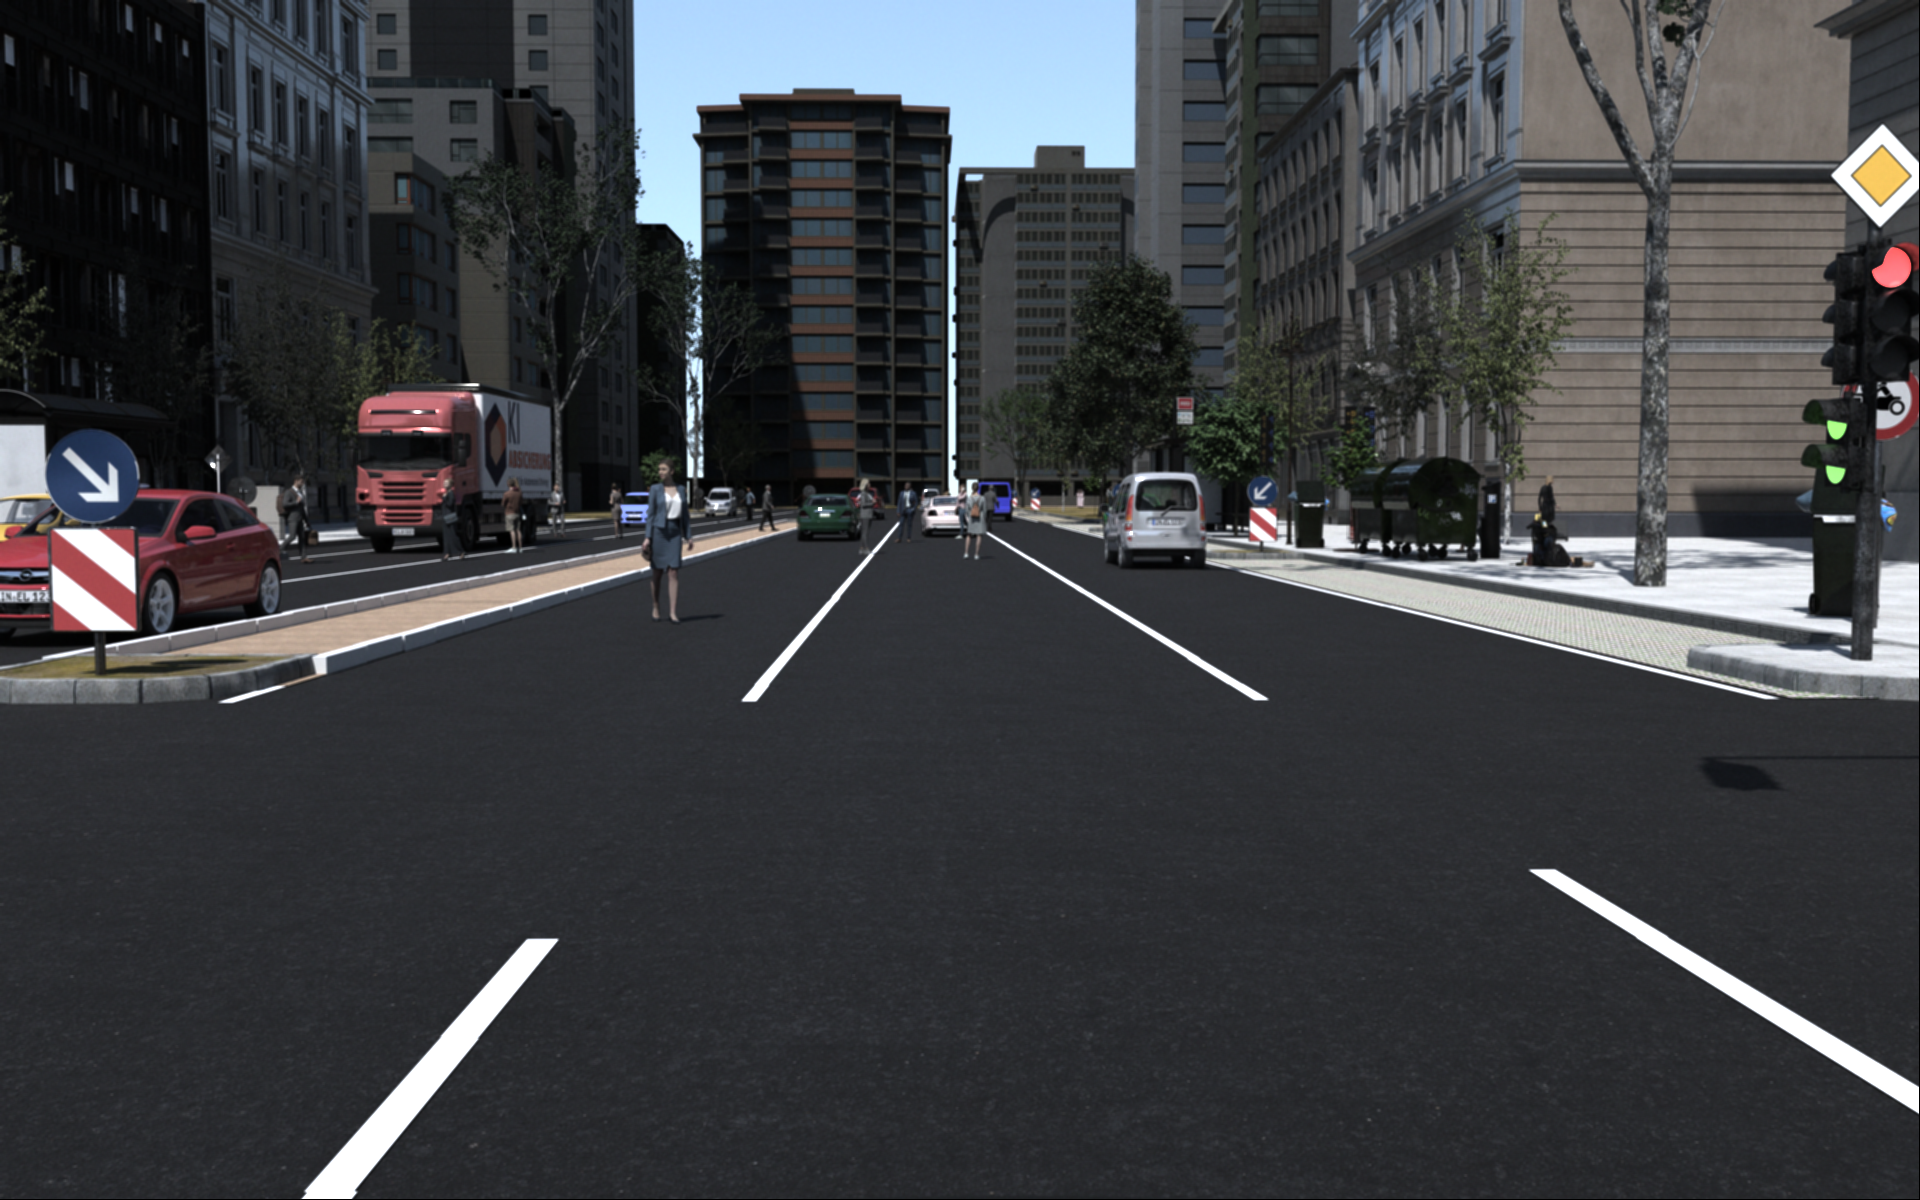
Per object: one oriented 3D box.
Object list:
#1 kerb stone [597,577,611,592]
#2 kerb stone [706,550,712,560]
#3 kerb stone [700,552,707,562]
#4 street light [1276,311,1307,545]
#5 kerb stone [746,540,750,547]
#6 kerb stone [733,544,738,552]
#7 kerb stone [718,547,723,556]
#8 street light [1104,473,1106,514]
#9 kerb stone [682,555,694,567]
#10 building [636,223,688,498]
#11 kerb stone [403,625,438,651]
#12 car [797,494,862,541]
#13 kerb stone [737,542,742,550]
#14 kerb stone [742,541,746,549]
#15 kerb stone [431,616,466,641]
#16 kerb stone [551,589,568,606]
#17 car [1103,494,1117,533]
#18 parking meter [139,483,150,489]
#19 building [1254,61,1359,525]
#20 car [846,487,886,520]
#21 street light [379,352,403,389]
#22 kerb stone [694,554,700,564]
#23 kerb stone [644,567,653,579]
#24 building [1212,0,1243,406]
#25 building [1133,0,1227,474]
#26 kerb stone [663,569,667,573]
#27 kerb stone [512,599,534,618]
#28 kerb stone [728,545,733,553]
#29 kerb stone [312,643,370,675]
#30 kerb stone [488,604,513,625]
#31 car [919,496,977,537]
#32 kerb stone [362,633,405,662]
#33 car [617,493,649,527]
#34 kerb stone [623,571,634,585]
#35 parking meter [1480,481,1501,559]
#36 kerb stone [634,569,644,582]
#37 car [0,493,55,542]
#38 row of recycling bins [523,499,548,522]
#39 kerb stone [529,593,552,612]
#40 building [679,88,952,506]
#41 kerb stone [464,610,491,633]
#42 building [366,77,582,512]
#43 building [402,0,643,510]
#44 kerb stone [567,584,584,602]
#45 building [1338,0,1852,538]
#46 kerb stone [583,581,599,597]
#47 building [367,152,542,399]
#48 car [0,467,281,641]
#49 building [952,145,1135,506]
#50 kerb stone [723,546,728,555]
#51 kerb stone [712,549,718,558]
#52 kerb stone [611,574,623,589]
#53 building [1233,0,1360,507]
[{"bbox_3d":[-5.323,-0.202,25.504,0.120,0.150,1.000,0,4,-1],"label":"kerb stone"},{"bbox_3d":[-5.584,-0.949,37.780,0.120,0.150,1.000,0,4,-1],"label":"kerb stone"},{"bbox_3d":[-5.553,-0.886,36.758,0.120,0.150,1.000,0,4,-1],"label":"kerb stone"},{"bbox_3d":[8.382,-4.351,43.932,0.468,5.910,1.993,0,4,-1],"label":"street light"},{"bbox_3d":[-5.761,-1.455,45.980,0.120,0.150,1.000,0,4,-1],"label":"kerb stone"},{"bbox_3d":[-5.689,-1.256,42.904,0.120,0.150,1.000,0,4,-1],"label":"kerb stone"},{"bbox_3d":[-5.623,-1.079,39.830,0.120,0.150,1.000,0,4,-1],"label":"kerb stone"},{"bbox_3d":[7.392,-7.053,88.109,0.468,5.910,1.993,0,4,-1],"label":"street light"},{"bbox_3d":[-5.515,-0.765,34.711,0.120,0.150,1.000,0,4,-1],"label":"kerb stone"},{"bbox_3d":[-37.295,-25.383,186.719,14.107,30.474,14.160,0,4,-1],"label":"building"},{"bbox_3d":[-5.119,0.367,16.246,0.120,0.150,1.000,0,4,-1],"label":"kerb stone"},{"bbox_3d":[-4.077,-2.607,54.430,2.131,1.459,4.920,0,4,0],"label":"car"},{"bbox_3d":[-5.717,-1.325,43.929,0.120,0.150,1.000,0,4,-1],"label":"kerb stone"},{"bbox_3d":[-5.733,-1.392,44.956,0.120,0.150,1.000,0,4,-1],"label":"kerb stone"},{"bbox_3d":[-5.150,0.300,17.283,0.120,0.150,1.000,0,4,-1],"label":"kerb stone"},{"bbox_3d":[-5.267,-0.014,22.420,0.120,0.150,1.000,0,4,-1],"label":"kerb stone"},{"bbox_3d":[5.847,-3.028,58.301,1.959,1.807,4.718,0,4,-1],"label":"car"},{"bbox_3d":[-19.294,-1.985,40.873,0.372,1.533,0.369,0,3,0],"label":"parking meter"},{"bbox_3d":[20.069,-14.107,79.792,9.793,20.994,18.267,0,4,-1],"label":"building"},{"bbox_3d":[-5.350,-5.434,97.522,2.281,1.827,5.304,0,4,1],"label":"car"},{"bbox_3d":[-18.484,-5.126,56.604,0.468,5.910,1.993,0,4,-1],"label":"street light"},{"bbox_3d":[-5.533,-0.828,35.736,0.120,0.150,1.000,0,4,-1],"label":"kerb stone"},{"bbox_3d":[-5.404,-0.445,29.595,0.120,0.150,1.000,0,4,-1],"label":"kerb stone"},{"bbox_3d":[31.092,-25.977,116.603,32.217,40.220,23.993,0,4,-1],"label":"building"},{"bbox_3d":[24.904,-36.696,141.973,21.231,58.520,28.212,0,4,-1],"label":"building"},{"bbox_3d":[-5.458,-0.578,31.642,0.120,0.150,1.000,0,4,-1],"label":"kerb stone"},{"bbox_3d":[-5.211,0.118,20.364,0.120,0.150,1.000,0,4,-1],"label":"kerb stone"},{"bbox_3d":[-5.672,-1.204,41.882,0.120,0.150,1.000,0,4,-1],"label":"kerb stone"},{"bbox_3d":[-5.082,0.493,14.197,0.120,0.150,1.000,0,4,-1],"label":"kerb stone"},{"bbox_3d":[-5.197,0.179,19.330,0.120,0.150,1.000,0,4,-1],"label":"kerb stone"},{"bbox_3d":[-0.349,-2.873,59.332,2.083,1.381,4.827,0,4,-3],"label":"car"},{"bbox_3d":[-5.111,0.427,15.222,0.120,0.150,1.000,0,4,-1],"label":"kerb stone"},{"bbox_3d":[-14.004,-4.041,75.666,1.945,1.707,3.694,0,4,-3],"label":"car"},{"bbox_3d":[-5.367,-0.327,27.548,0.120,0.150,1.000,0,4,-1],"label":"kerb stone"},{"bbox_3d":[10.583,-1.598,34.541,0.372,1.533,0.369,0,3,0],"label":"parking meter"},{"bbox_3d":[-5.394,-0.390,28.570,0.120,0.150,1.000,0,4,-1],"label":"kerb stone"},{"bbox_3d":[-15.812,-1.190,29.685,2.015,1.641,3.980,0,4,-1],"label":"car"},{"bbox_3d":[-19.669,-4.477,80.309,1.069,1.692,3.534,0,4,-7],"label":"row of recycling bins"},{"bbox_3d":[-5.237,0.049,21.390,0.120,0.150,1.000,0,4,-1],"label":"kerb stone"},{"bbox_3d":[-15.398,-32.747,190.032,28.867,44.769,22.147,0,4,-1],"label":"building"},{"bbox_3d":[-5.172,0.238,18.308,0.120,0.150,1.000,0,4,-1],"label":"kerb stone"},{"bbox_3d":[-35.631,-21.529,123.698,14.160,30.474,14.107,0,4,-1],"label":"building"},{"bbox_3d":[-38.871,-43.212,144.766,20.611,71.187,20.563,0,4,-1],"label":"building"},{"bbox_3d":[-5.279,-0.076,23.444,0.120,0.150,1.000,0,4,-1],"label":"kerb stone"},{"bbox_3d":[22.273,-16.763,59.976,13.634,28.700,20.117,0,4,-1],"label":"building"},{"bbox_3d":[-5.297,-0.140,24.477,0.120,0.150,1.000,0,4,-1],"label":"kerb stone"},{"bbox_3d":[-41.763,-15.717,102.014,27.650,21.520,28.899,0,4,-1],"label":"building"},{"bbox_3d":[-8.715,-0.563,18.248,2.155,1.783,4.494,0,4,-1],"label":"car"},{"bbox_3d":[11.216,-30.817,195.746,23.993,40.220,32.217,0,4,-1],"label":"building"},{"bbox_3d":[-5.647,-1.141,40.853,0.120,0.150,1.000,0,4,-1],"label":"kerb stone"},{"bbox_3d":[-5.605,-1.016,38.802,0.120,0.150,1.000,0,4,-1],"label":"kerb stone"},{"bbox_3d":[-5.345,-0.265,26.526,0.120,0.150,1.000,0,4,-1],"label":"kerb stone"},{"bbox_3d":[22.459,-19.939,97.699,14.160,30.474,14.107,0,4,-1],"label":"building"}]
